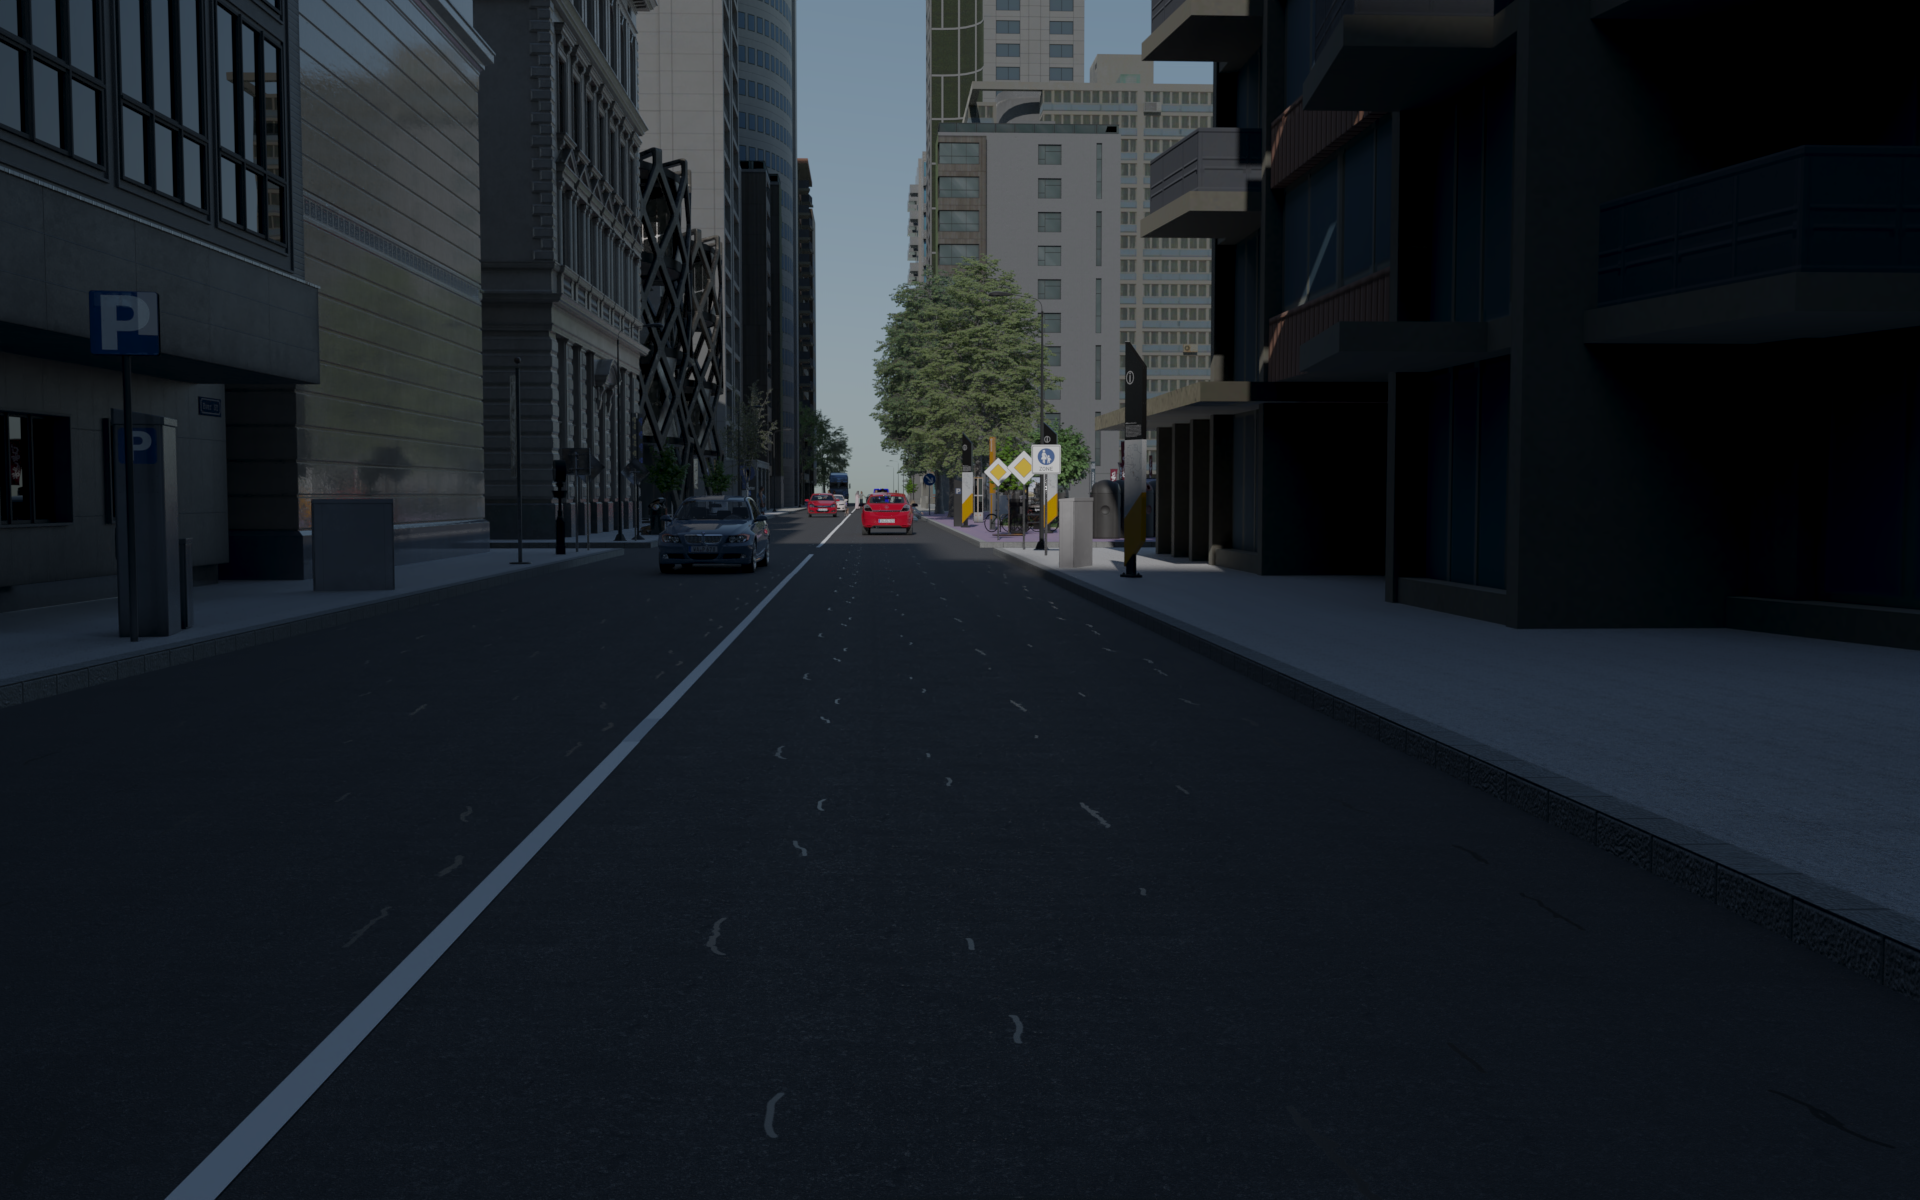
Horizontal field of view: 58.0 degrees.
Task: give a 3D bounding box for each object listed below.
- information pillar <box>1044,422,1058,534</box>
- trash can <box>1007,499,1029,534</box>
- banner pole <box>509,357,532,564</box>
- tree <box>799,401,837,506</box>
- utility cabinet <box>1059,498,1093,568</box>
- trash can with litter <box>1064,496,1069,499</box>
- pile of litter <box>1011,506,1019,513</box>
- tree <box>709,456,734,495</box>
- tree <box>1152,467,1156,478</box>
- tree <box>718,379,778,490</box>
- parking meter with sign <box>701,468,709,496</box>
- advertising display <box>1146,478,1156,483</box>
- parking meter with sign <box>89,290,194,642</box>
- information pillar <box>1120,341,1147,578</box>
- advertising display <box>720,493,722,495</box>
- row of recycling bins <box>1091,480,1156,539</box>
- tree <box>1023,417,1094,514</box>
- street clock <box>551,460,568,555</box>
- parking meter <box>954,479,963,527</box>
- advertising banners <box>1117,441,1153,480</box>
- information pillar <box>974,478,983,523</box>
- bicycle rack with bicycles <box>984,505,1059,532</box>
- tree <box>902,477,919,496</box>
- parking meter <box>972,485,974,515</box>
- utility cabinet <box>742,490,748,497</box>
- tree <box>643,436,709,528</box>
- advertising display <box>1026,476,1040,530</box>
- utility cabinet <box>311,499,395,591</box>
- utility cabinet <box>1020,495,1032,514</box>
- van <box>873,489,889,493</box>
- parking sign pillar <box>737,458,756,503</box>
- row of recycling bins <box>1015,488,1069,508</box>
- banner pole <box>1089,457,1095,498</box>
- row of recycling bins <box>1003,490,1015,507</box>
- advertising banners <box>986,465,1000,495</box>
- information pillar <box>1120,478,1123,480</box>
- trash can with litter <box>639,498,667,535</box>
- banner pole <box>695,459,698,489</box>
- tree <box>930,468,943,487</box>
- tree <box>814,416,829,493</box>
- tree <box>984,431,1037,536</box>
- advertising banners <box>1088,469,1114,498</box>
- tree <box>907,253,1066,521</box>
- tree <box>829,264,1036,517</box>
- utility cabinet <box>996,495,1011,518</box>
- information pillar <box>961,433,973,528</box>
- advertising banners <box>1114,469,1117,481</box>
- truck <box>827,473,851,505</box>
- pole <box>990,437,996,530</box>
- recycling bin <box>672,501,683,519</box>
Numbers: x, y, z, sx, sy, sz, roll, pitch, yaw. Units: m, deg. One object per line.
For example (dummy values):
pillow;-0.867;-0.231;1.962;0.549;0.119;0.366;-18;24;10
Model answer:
information pillar;2.928;-3.974;56.328;0.504;3.616;0.183;2;4;26
trash can;1.846;-2.659;55.132;0.748;1.137;0.748;0;3;0
banner pole;-8.176;-2.561;31.886;0.401;3.779;0.863;-2;4;-27
tree;-17.643;-16.319;192.578;9.928;11.665;9.643;0;3;0
utility cabinet;2.043;-1.187;30.577;0.306;1.237;1.020;1;4;23
trash can with litter;6.732;-5.688;104.380;1.055;1.170;0.624;-1;4;-16
pile of litter;2.918;-5.165;98.406;1.176;0.858;1.719;0;4;4
tree;-12.101;-5.676;87.408;1.663;3.219;1.824;0;3;0
tree;11.901;-6.606;102.616;1.663;3.219;1.824;0;3;0
tree;-13.788;-9.881;111.909;4.360;8.622;3.978;0;3;0
parking meter with sign;-16.686;-7.312;115.809;0.543;3.016;1.738;-2;4;-34
advertising display;7.725;-3.863;68.366;0.974;1.923;0.123;1;4;11
parking meter with sign;-7.381;-1.193;15.764;0.543;3.016;1.738;-1;4;-14
information pillar;2.673;-2.148;26.471;0.183;3.616;0.504;-2;4;-29
advertising display;-17.024;-7.042;120.342;0.974;1.923;0.123;0;4;3
row of recycling bins;4.978;-2.665;50.681;1.069;1.692;3.534;3;4;39
tree;4.135;-5.538;74.258;4.285;4.588;4.351;0;3;0
street clock;-8.480;-1.966;36.718;0.358;2.002;0.471;-1;4;-21
parking meter;-0.052;-3.831;68.354;0.399;1.863;0.255;0;4;1
advertising banners;5.769;-3.665;56.117;0.090;3.025;2.074;-2;4;-28
information pillar;0.824;-4.462;77.444;0.304;2.012;0.304;-3;4;-37
bicycle rack with bicycles;2.242;-2.733;58.069;2.925;0.926;2.852;-1;4;-13
tree;-4.900;-10.817;171.463;1.663;3.219;1.824;0;3;0
parking meter;0.942;-6.148;106.225;0.255;1.863;0.399;2;4;30
utility cabinet;-11.557;-5.156;92.986;0.318;1.500;1.173;0;4;-5
tree;-9.726;-3.875;57.962;1.663;3.219;1.824;0;3;0
advertising display;2.832;-3.516;62.706;0.974;1.923;0.123;-2;4;-30
utility cabinet;-8.092;-0.730;23.092;1.020;1.237;0.306;-1;4;-23
utility cabinet;3.145;-4.067;77.655;1.020;1.237;0.306;3;5;43
van;-8.727;-11.523;192.776;2.240;2.365;5.245;0;4;-1
parking sign pillar;-14.639;-7.983;118.989;1.447;3.967;1.447;-3;5;-44
row of recycling bins;5.510;-6.425;112.158;3.534;1.692;1.069;2;4;35
banner pole;8.881;-7.751;116.740;0.401;3.779;0.863;3;5;41
row of recycling bins;3.995;-7.024;121.954;1.069;1.692;3.534;-2;4;-24
advertising banners;1.972;-6.615;104.350;0.090;3.025;2.074;2;4;26
information pillar;7.545;-4.584;79.438;0.304;2.012;0.304;-2;4;-35
trash can with litter;-9.682;-2.627;54.334;1.055;1.170;0.624;3;4;39
banner pole;-16.553;-7.216;108.004;0.401;3.779;0.863;-3;5;-39
tree;-1.387;-10.787;126.727;4.737;8.622;4.395;0;3;0
tree;-21.974;-22.815;279.677;9.857;13.997;8.962;0;3;0
tree;1.396;-3.568;52.933;1.663;3.219;1.824;0;3;0
advertising banners;9.897;-7.570;119.957;2.074;3.025;0.090;1;4;16
tree;1.289;-10.039;82.270;7.486;12.596;7.792;0;3;0
tree;-0.395;-11.521;95.017;9.857;13.997;8.962;0;3;0
utility cabinet;2.226;-4.917;91.548;1.020;1.237;0.306;-3;4;-38
information pillar;0.276;-4.575;66.152;0.504;3.616;0.183;3;5;42
advertising banners;9.592;-6.079;95.585;2.074;3.025;0.090;-2;4;-25
truck;-15.840;-14.480;226.511;2.967;4.110;18.799;0;4;-4
pole;1.168;-4.171;62.046;0.158;3.312;0.155;0;3;0
recycling bin;-13.947;-4.506;86.223;0.722;1.027;0.722;-1;4;-17
